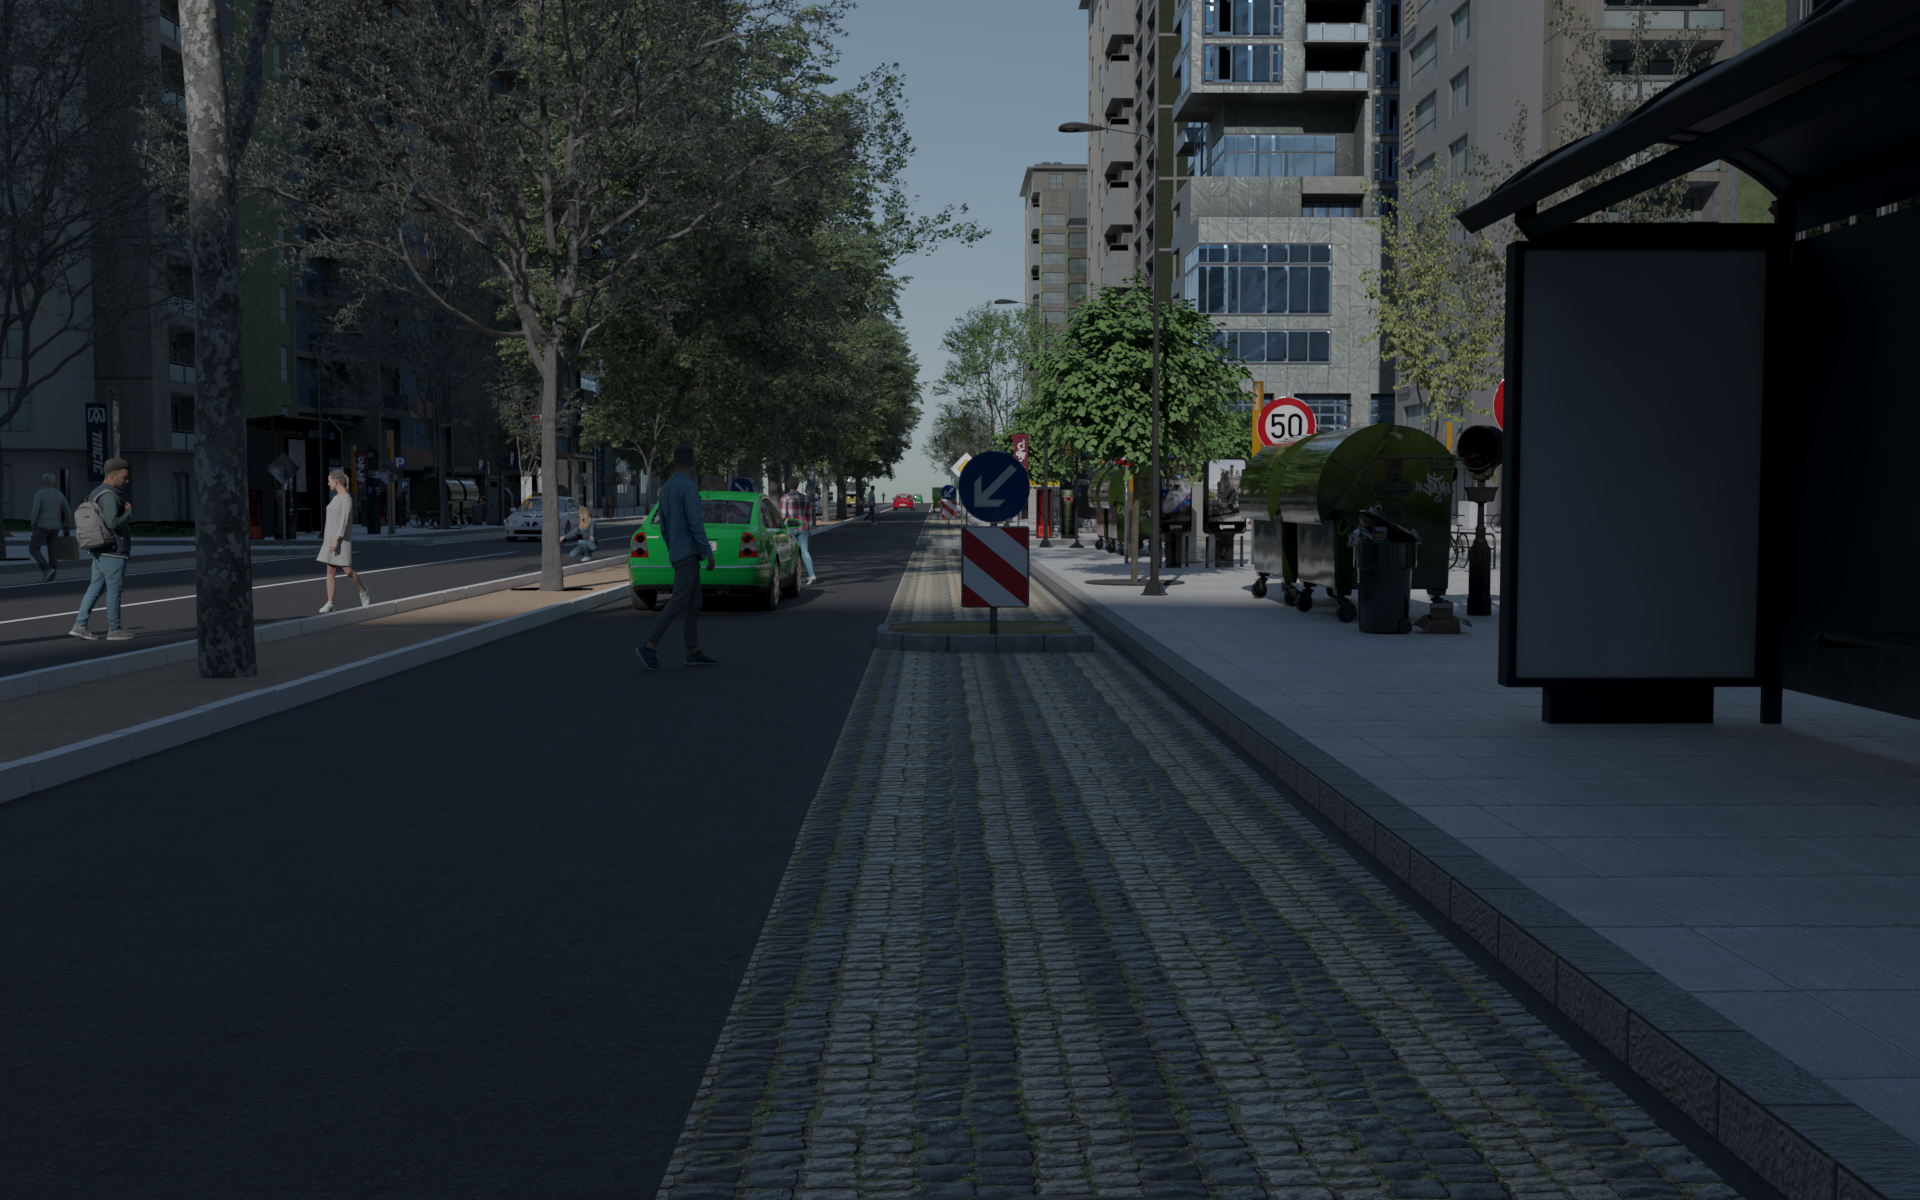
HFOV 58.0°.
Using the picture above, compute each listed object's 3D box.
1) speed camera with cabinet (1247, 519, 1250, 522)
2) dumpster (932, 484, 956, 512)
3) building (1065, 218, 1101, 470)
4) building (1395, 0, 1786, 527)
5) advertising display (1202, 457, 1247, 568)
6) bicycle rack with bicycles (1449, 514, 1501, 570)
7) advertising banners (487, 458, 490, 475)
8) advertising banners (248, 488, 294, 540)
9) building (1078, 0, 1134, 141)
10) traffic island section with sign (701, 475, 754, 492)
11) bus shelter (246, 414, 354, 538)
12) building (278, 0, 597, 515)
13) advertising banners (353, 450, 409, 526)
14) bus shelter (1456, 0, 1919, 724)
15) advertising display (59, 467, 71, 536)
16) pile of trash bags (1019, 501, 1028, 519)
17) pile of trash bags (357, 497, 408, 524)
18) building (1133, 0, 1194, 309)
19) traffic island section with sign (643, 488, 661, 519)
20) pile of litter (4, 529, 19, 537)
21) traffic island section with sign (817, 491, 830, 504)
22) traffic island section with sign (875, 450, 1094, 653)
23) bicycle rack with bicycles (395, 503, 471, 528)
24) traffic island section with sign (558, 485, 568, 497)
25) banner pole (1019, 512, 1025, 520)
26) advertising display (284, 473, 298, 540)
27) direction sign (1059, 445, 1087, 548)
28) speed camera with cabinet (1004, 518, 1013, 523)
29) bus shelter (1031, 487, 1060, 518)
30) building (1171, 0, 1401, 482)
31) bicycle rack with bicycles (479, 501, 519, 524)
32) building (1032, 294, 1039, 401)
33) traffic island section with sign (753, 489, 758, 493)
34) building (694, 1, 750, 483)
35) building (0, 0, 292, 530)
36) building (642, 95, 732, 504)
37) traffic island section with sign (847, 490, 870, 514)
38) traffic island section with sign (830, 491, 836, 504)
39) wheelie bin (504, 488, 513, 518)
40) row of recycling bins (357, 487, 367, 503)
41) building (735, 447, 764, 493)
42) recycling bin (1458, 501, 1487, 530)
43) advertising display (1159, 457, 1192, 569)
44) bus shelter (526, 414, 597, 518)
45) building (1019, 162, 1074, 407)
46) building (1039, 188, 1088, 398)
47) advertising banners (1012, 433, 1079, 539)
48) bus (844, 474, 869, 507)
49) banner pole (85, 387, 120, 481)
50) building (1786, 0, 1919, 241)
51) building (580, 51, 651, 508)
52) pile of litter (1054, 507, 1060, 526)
[{"bbox_3d":[12.749,-4.990,75.917,0.660,3.252,2.038,0,4,2],"label":"speed camera with cabinet"},{"bbox_3d":[-1.258,-8.101,137.408,1.985,2.255,1.502,0,4,-2],"label":"dumpster"},{"bbox_3d":[17.949,-25.159,183.047,14.160,30.474,14.107,0,4,-1],"label":"building"},{"bbox_3d":[26.131,-23.548,68.601,14.086,41.232,14.154,0,4,-1],"label":"building"},{"bbox_3d":[4.638,-1.536,30.333,0.974,1.923,0.123,-3,4,-37],"label":"advertising display"},{"bbox_3d":[7.996,-1.022,30.090,2.852,0.926,2.925,-1,4,-12],"label":"bicycle rack with bicycles"},{"bbox_3d":[-22.812,-5.409,84.625,0.090,3.025,2.074,0,4,1],"label":"advertising banners"},{"bbox_3d":[-19.652,-3.188,48.306,2.074,3.025,0.090,0,4,1],"label":"advertising banners"},{"bbox_3d":[26.348,-34.977,161.111,28.713,52.752,27.495,0,4,-1],"label":"building"},{"bbox_3d":[-6.032,-2.065,41.894,2.006,1.907,1.989,0,4,-1],"label":"traffic island section with sign"},{"bbox_3d":[-20.811,-3.846,54.164,1.731,3.624,6.357,0,4,-1],"label":"bus shelter"},{"bbox_3d":[-41.771,-29.590,138.418,22.147,44.769,28.867,0,4,-1],"label":"building"},{"bbox_3d":[-23.329,-4.501,69.774,2.074,3.025,0.090,-1,4,-14],"label":"advertising banners"},{"bbox_3d":[3.845,-0.808,7.130,2.014,3.302,5.546,0,4,-1],"label":"bus shelter"},{"bbox_3d":[-21.195,-2.192,41.047,0.123,1.923,0.974,-1,4,-22],"label":"advertising display"},{"bbox_3d":[3.774,-4.854,89.118,1.912,1.369,3.447,-1,4,-19],"label":"pile of trash bags"},{"bbox_3d":[-25.189,-3.915,73.769,3.447,1.369,1.912,0,4,7],"label":"pile of trash bags"},{"bbox_3d":[22.850,-42.706,136.490,20.563,71.187,20.611,0,4,-1],"label":"building"},{"bbox_3d":[-17.012,-5.533,99.087,1.989,1.847,2.006,0,4,-1],"label":"traffic island section with sign"},{"bbox_3d":[-28.900,-2.303,51.617,1.719,0.858,1.176,2,4,26],"label":"pile of litter"},{"bbox_3d":[-18.836,-13.668,232.094,1.989,1.847,2.006,0,4,-1],"label":"traffic island section with sign"},{"bbox_3d":[0.195,-0.481,16.498,1.989,1.847,2.006,0,4,-1],"label":"traffic island section with sign"},{"bbox_3d":[-20.129,-3.211,65.889,2.925,0.926,2.852,-1,4,-12],"label":"bicycle rack with bicycles"},{"bbox_3d":[-16.636,-3.869,71.885,1.989,1.847,2.006,0,4,-1],"label":"traffic island section with sign"},{"bbox_3d":[2.814,-5.880,86.147,0.863,3.779,0.401,2,4,30],"label":"banner pole"},{"bbox_3d":[-18.957,-2.681,49.054,0.123,1.923,0.974,-2,4,-35],"label":"advertising display"},{"bbox_3d":[2.773,-3.002,41.078,0.876,3.537,0.379,1,4,20],"label":"direction sign"},{"bbox_3d":[2.189,-5.147,78.487,0.660,3.252,2.038,1,4,23],"label":"speed camera with cabinet"},{"bbox_3d":[4.278,-6.299,80.620,2.179,5.291,8.768,0,4,-1],"label":"bus shelter"},{"bbox_3d":[21.231,-48.337,102.979,22.319,86.520,31.000,0,4,-1],"label":"building"},{"bbox_3d":[-20.369,-3.776,75.115,2.852,0.926,2.925,-2,4,-24],"label":"bicycle rack with bicycles"},{"bbox_3d":[17.228,-29.231,249.632,14.160,30.474,14.107,0,4,-1],"label":"building"},{"bbox_3d":[-17.690,-8.602,149.273,1.989,1.847,2.006,0,4,-1],"label":"traffic island section with sign"},{"bbox_3d":[-42.010,-50.028,256.205,20.563,71.187,20.611,0,4,-1],"label":"building"},{"bbox_3d":[-35.313,-23.370,65.691,14.154,41.232,14.086,0,4,-1],"label":"building"},{"bbox_3d":[-42.978,-42.215,232.211,21.231,58.520,28.212,0,4,-1],"label":"building"},{"bbox_3d":[-7.167,-7.113,124.432,2.006,1.907,1.989,0,4,-1],"label":"traffic island section with sign"},{"bbox_3d":[-19.204,-15.316,259.047,1.989,1.847,2.006,0,4,-1],"label":"traffic island section with sign"},{"bbox_3d":[-24.240,-5.182,92.630,0.693,1.594,0.980,0,4,2],"label":"wheelie bin"},{"bbox_3d":[-29.273,-4.471,80.209,3.534,1.692,1.069,-1,4,-15],"label":"row of recycling bins"},{"bbox_3d":[-39.017,-36.166,274.902,14.154,41.232,14.086,0,4,-1],"label":"building"},{"bbox_3d":[18.235,-3.002,61.644,0.722,1.027,0.722,-1,4,-20],"label":"recycling bin"},{"bbox_3d":[3.718,-1.522,30.106,0.123,1.923,0.974,3,5,41],"label":"advertising display"},{"bbox_3d":[-20.754,-6.865,89.880,2.179,5.291,8.768,0,4,-1],"label":"bus shelter"},{"bbox_3d":[24.151,-41.655,270.302,28.713,52.752,27.495,0,4,-1],"label":"building"},{"bbox_3d":[17.613,-33.654,233.830,14.154,41.232,14.086,0,4,-1],"label":"building"},{"bbox_3d":[2.442,-3.275,49.738,2.074,3.025,0.090,2,4,24],"label":"advertising banners"},{"bbox_3d":[-11.236,-11.858,185.432,2.896,3.916,12.252,0,4,-1],"label":"bus"},{"bbox_3d":[-20.683,-3.175,41.922,0.863,3.779,0.401,-2,4,-27],"label":"banner pole"},{"bbox_3d":[20.910,-13.727,17.939,14.314,27.812,24.014,0,4,-1],"label":"building"},{"bbox_3d":[-42.015,-52.254,167.021,22.319,86.520,31.000,0,4,-1],"label":"building"},{"bbox_3d":[4.007,-3.447,70.327,1.176,0.858,1.719,0,4,4],"label":"pile of litter"}]
